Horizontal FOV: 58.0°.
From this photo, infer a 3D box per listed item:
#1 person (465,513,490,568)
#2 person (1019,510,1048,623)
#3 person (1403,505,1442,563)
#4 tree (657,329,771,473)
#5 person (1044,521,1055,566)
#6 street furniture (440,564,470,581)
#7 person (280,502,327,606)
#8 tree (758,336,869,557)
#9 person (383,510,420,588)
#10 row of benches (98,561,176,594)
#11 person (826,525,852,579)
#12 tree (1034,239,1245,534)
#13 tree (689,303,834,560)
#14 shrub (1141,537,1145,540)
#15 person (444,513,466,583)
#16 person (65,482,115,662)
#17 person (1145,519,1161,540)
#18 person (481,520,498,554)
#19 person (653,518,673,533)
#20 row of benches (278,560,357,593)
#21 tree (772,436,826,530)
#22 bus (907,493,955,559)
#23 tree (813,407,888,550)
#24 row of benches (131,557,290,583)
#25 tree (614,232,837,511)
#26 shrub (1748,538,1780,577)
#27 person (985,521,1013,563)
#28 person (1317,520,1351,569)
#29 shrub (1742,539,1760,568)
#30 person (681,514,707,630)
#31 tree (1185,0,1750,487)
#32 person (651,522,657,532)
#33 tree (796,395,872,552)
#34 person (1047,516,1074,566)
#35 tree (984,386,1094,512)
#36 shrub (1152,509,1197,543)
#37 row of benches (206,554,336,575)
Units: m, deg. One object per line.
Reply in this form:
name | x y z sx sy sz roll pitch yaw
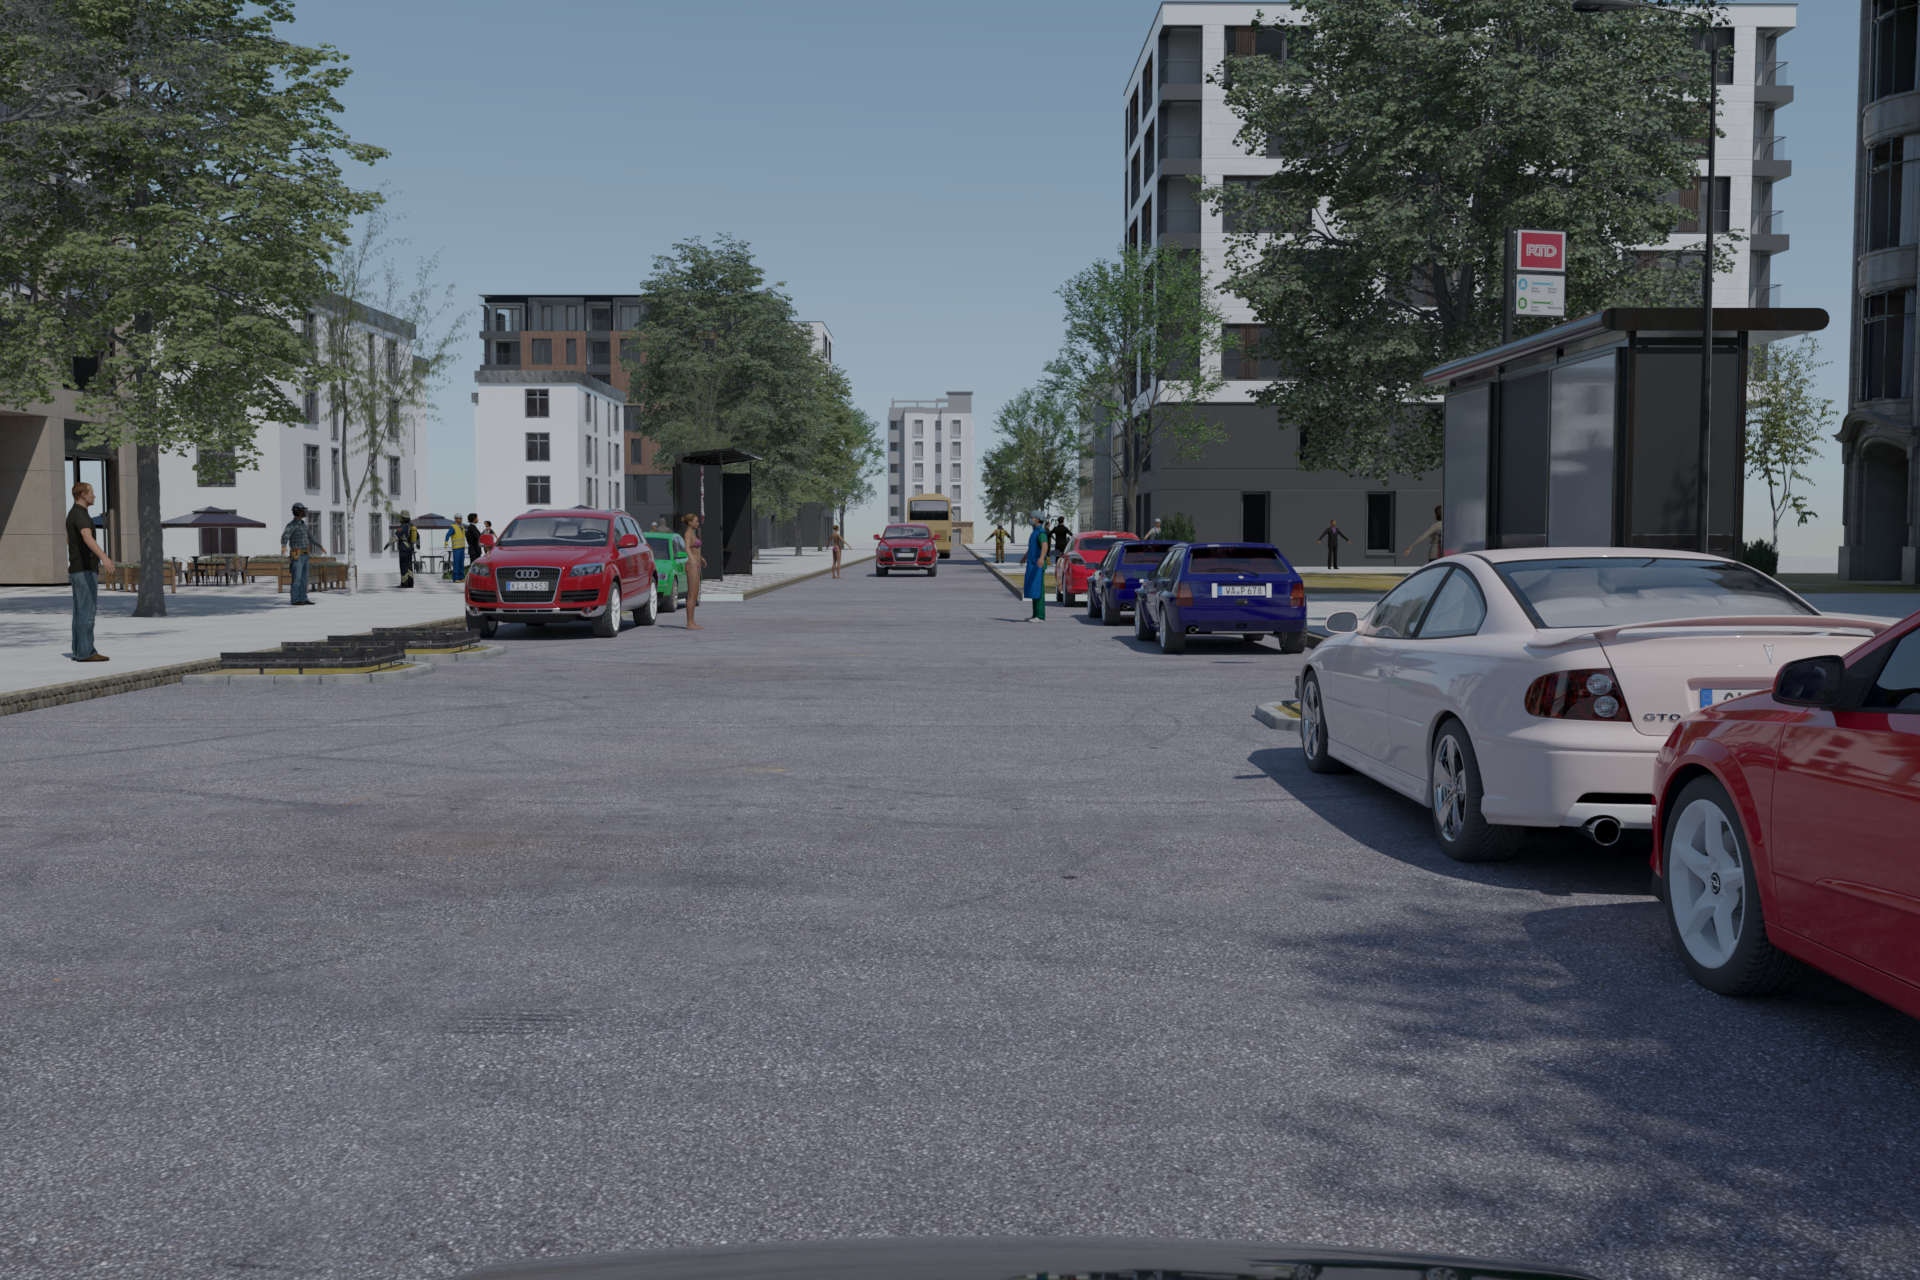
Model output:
person | -10.438 -1.883 37.503 0.721 1.740 1.216 -2 4 -33
person | 1.222 -1.193 28.084 0.704 1.817 1.347 -1 4 -11
person | 7.495 -1.254 27.257 1.215 1.744 0.721 -2 4 -25
tree | -9.634 -6.895 63.088 4.360 8.622 3.978 0 3 0
person | 3.598 -3.941 70.573 0.704 1.812 1.346 -1 4 -21
street furniture | -11.922 -2.205 51.679 5.734 0.657 10.072 0 4 2
person | -11.847 -1.547 31.131 0.704 1.849 1.345 1 4 11
tree | -8.870 -11.056 98.898 7.486 12.596 7.792 0 3 0
person | -13.148 -2.155 41.015 0.705 1.856 1.354 1 4 17
row of benches | -18.393 -1.413 38.571 1.422 0.672 4.104 -3 5 -41
person | -3.922 -2.851 55.873 0.721 1.733 1.217 -3 5 -44
tree | 6.165 -8.297 61.415 9.928 11.665 9.643 0 3 0
tree | -10.018 -10.204 84.958 7.486 12.596 7.792 0 3 0
shrub | 5.590 -2.529 52.468 1.383 1.207 1.383 0 3 0
person | -13.150 -2.418 45.505 0.705 1.833 1.349 1 4 22
person | -8.795 -0.687 17.453 0.705 1.803 1.348 -3 4 -38
person | 7.208 -3.504 63.143 1.347 1.847 0.705 -1 4 -22
person | -18.915 -3.862 69.289 1.345 1.843 0.704 2 4 30
person | -9.865 -3.137 57.419 1.348 1.813 0.705 -1 4 -17
row of benches | -14.584 -1.461 39.352 1.422 0.672 4.104 0 4 -4
tree | -10.013 -9.557 106.619 4.360 8.622 3.978 0 3 0
bus | -1.761 -6.897 104.305 2.896 3.916 12.252 0 3 0
tree | -9.435 -13.132 140.470 9.928 11.665 9.643 0 3 0
row of benches | -19.539 -1.835 45.467 4.104 0.672 1.422 0 4 -1
tree | -9.707 -10.196 73.354 9.857 13.997 8.962 0 3 0
shrub | 22.481 -2.293 48.608 1.383 1.207 1.383 0 3 0
person | 1.732 -4.276 75.673 1.354 1.858 0.705 -2 4 -24
person | 13.538 -3.461 62.812 1.346 1.802 0.704 -1 4 -16
shrub | 19.167 -1.934 42.733 1.383 1.207 1.383 0 3 0
person | -3.948 -1.028 26.061 0.721 1.733 1.217 0 4 -2
tree | 9.426 -7.692 32.415 9.857 13.997 8.962 0 3 0
person | -12.743 -4.003 71.910 1.216 1.772 0.721 2 4 29
tree | -10.153 -12.292 126.737 9.928 11.665 9.643 0 3 0
person | 2.954 -2.704 50.392 1.347 1.806 0.705 2 4 31
tree | 5.531 -11.871 119.844 9.928 11.665 9.643 0 3 0
shrub | 6.921 -3.132 55.250 1.661 2.075 1.752 0 3 0
row of benches | -21.775 -2.390 54.539 4.104 0.672 1.422 0 4 3
